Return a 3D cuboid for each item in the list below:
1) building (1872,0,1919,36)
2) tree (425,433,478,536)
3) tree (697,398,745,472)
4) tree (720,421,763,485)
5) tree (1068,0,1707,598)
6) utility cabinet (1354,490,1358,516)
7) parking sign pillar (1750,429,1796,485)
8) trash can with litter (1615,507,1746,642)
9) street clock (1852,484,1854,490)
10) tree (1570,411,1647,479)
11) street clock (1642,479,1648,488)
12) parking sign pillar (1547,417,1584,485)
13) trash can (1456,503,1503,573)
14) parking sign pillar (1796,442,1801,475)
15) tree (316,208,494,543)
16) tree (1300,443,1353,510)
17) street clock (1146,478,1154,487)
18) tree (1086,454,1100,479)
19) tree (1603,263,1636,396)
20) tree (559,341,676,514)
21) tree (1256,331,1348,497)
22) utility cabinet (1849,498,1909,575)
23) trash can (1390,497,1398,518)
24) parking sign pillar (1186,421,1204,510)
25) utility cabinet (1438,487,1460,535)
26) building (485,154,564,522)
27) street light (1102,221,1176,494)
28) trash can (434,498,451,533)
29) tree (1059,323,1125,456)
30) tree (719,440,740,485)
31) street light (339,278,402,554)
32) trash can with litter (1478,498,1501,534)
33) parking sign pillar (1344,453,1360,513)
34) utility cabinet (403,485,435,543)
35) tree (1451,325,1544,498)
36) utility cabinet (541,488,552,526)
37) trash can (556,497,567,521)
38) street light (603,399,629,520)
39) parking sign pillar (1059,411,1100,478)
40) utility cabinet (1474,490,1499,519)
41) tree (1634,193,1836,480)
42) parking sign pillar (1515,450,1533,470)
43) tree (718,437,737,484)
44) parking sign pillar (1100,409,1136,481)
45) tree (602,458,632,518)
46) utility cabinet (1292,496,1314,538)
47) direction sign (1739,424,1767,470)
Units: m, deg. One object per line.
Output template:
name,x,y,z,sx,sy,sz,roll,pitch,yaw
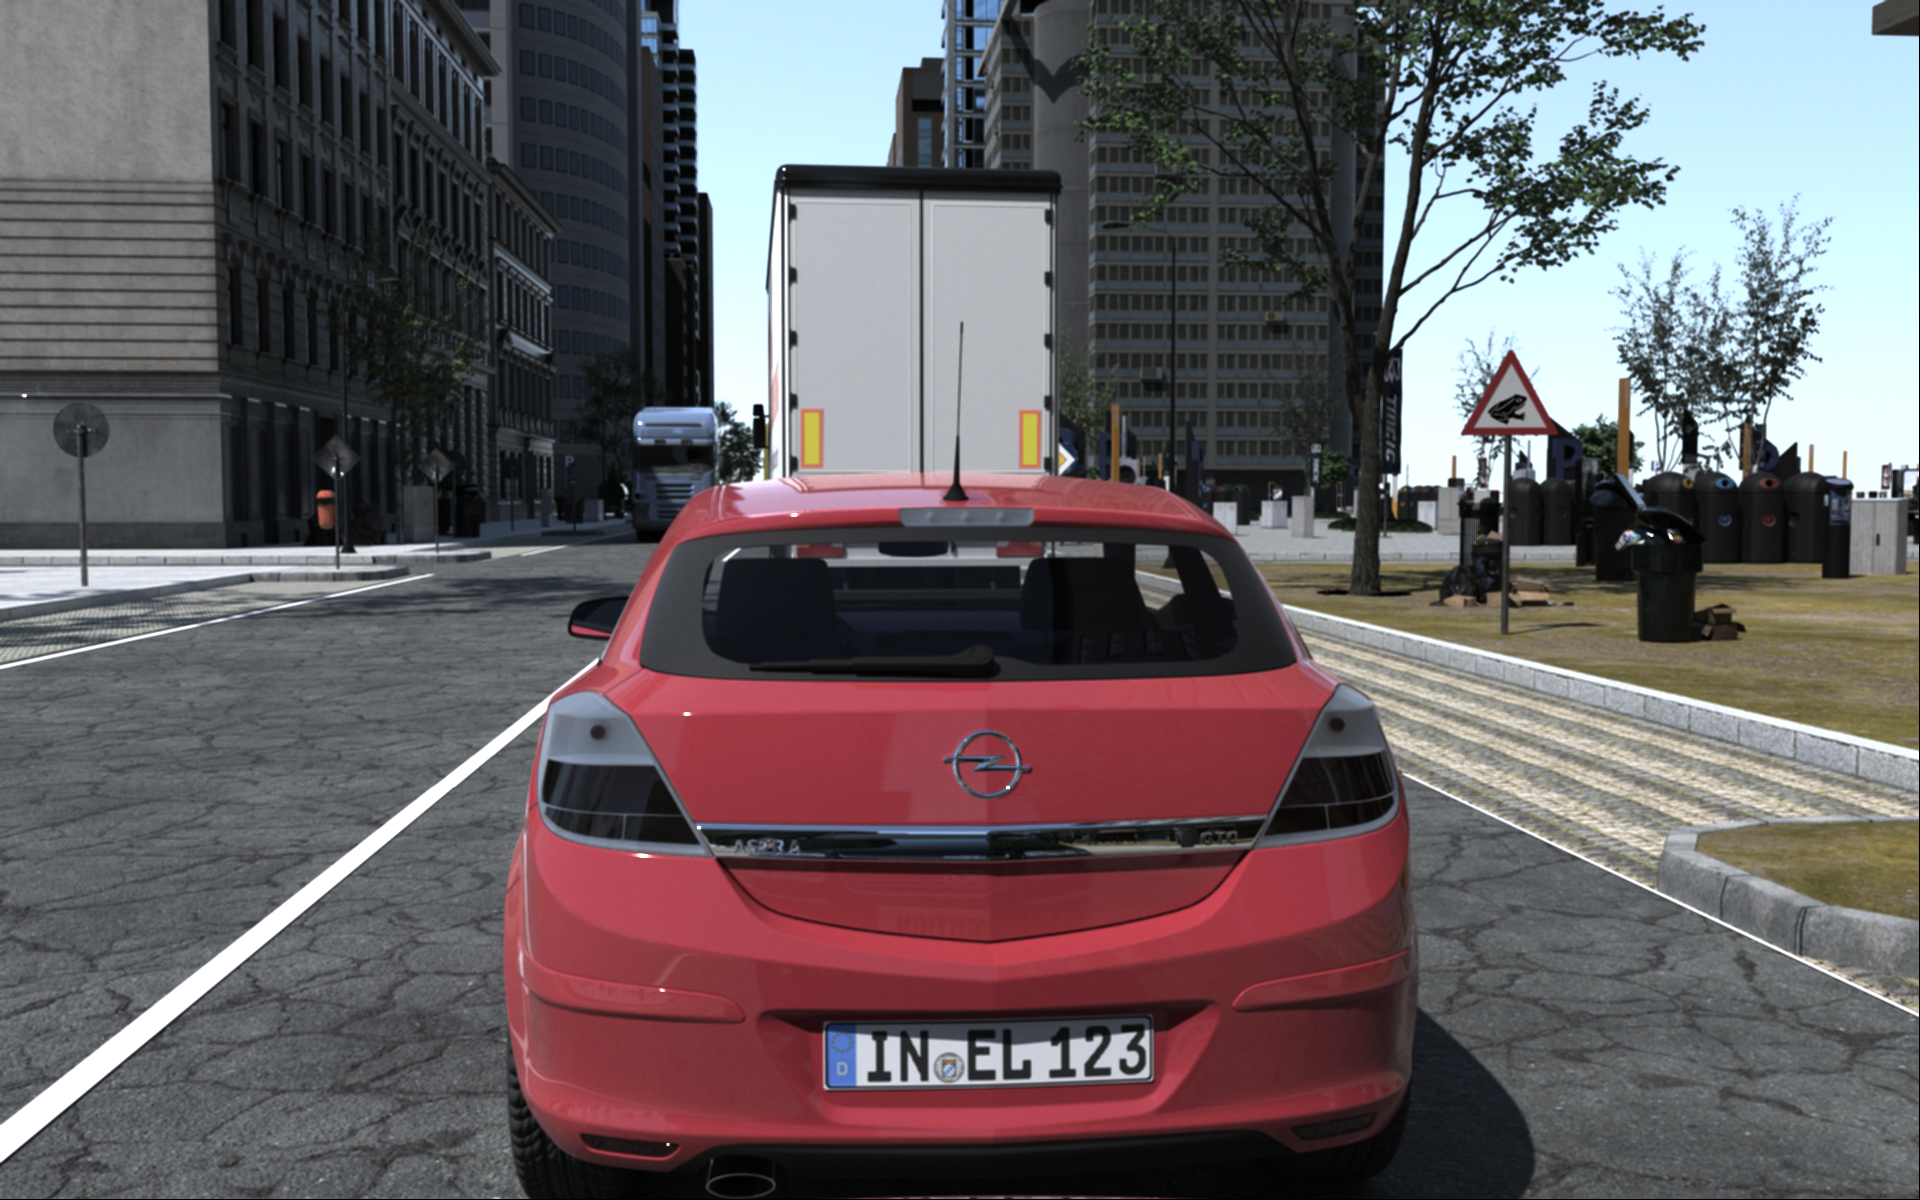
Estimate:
building,25.038,-25.612,8.003,28.713,52.752,27.495,0,4,-5
tree,-15.959,-3.600,53.463,1.663,3.219,1.824,0,3,0
tree,-26.869,-16.015,187.606,9.928,11.665,9.643,0,3,0
tree,-33.797,-21.426,268.437,7.486,12.596,7.792,0,3,0
tree,5.066,-5.856,21.506,9.928,11.665,9.643,0,3,0
utility cabinet,23.385,-5.600,100.244,1.173,1.500,0.318,-1,4,-19
parking sign pillar,31.375,-4.842,67.632,1.447,3.967,1.447,-1,4,-14
trash can with litter,6.352,-0.235,15.225,1.055,1.170,0.624,-2,4,-25
street clock,59.551,-6.812,115.949,0.358,2.002,0.471,-1,4,-11
tree,25.406,-5.205,68.810,4.285,4.588,4.351,0,3,0
street clock,33.360,-4.877,84.316,0.358,2.002,0.471,2,4,32
parking sign pillar,21.337,-4.432,60.933,1.447,3.967,1.447,-1,4,-14
trash can,8.467,-1.014,28.234,0.748,1.137,0.748,0,3,0
parking sign pillar,43.141,-6.224,90.233,1.447,3.967,1.447,-1,4,-18
tree,-14.626,-5.832,45.711,4.737,8.622,4.395,0,3,0
tree,23.265,-7.724,110.008,4.285,4.588,4.351,0,3,0
street clock,8.672,-4.528,78.599,0.471,2.002,0.358,-2,4,-31
tree,5.338,-4.203,63.326,1.663,3.219,1.824,0,3,0
tree,20.994,-6.159,51.065,4.360,8.622,3.978,0,3,0
tree,-20.264,-10.402,104.492,8.767,10.594,7.601,1,4,18
tree,15.548,-7.753,77.128,4.360,8.622,3.978,0,3,0
utility cabinet,14.729,-1.028,27.973,0.306,1.237,1.020,-2,4,-29
trash can,22.254,-4.732,89.025,0.748,1.137,0.748,0,3,0
parking sign pillar,8.722,-4.642,64.367,1.447,3.967,1.447,1,4,19
utility cabinet,15.408,-2.807,54.577,0.318,1.500,1.173,0,4,-3
building,-26.778,-13.675,88.210,10.561,19.102,19.286,0,4,-5
street light,3.111,-3.494,29.669,1.470,5.913,1.316,0,4,-5
trash can,-17.028,-2.755,56.695,0.748,1.137,0.748,0,3,0
tree,4.990,-7.645,75.350,4.737,8.622,4.395,0,3,0
tree,-30.001,-16.580,221.452,4.737,8.622,4.395,0,3,0
street light,-12.713,-3.966,37.385,1.470,5.913,1.316,0,4,-5
trash can with litter,16.846,-2.681,55.225,0.624,1.170,1.055,2,4,25
parking sign pillar,26.137,-7.748,115.160,1.447,3.967,1.447,3,4,36
utility cabinet,-14.070,-2.226,45.071,0.318,1.500,1.173,1,4,9
tree,23.579,-7.728,76.720,4.360,8.622,3.978,0,3,0
utility cabinet,-16.331,-3.658,68.480,0.318,1.500,1.173,0,4,-7
trash can,-19.178,-4.412,83.787,0.748,1.137,0.748,0,3,0
street light,-16.933,-6.878,85.002,1.470,5.913,1.316,0,4,-5
parking sign pillar,2.974,-3.782,50.307,1.447,3.967,1.447,3,4,37
utility cabinet,27.106,-4.925,89.207,1.173,1.500,0.318,2,4,33
tree,19.639,-5.664,42.976,4.360,8.622,3.978,0,3,0
parking sign pillar,34.324,-7.158,105.511,1.447,3.967,1.447,-1,4,-13
tree,-28.662,-15.700,207.062,4.360,8.622,3.978,0,3,0
parking sign pillar,4.965,-4.047,54.644,1.447,3.967,1.447,-3,4,-36
tree,-18.664,-6.018,92.988,1.663,3.219,1.824,0,3,0
utility cabinet,10.048,-2.422,50.756,0.306,1.237,1.020,-1,4,-11
direction sign,25.686,-3.926,56.183,0.379,3.537,0.876,-3,4,-36
